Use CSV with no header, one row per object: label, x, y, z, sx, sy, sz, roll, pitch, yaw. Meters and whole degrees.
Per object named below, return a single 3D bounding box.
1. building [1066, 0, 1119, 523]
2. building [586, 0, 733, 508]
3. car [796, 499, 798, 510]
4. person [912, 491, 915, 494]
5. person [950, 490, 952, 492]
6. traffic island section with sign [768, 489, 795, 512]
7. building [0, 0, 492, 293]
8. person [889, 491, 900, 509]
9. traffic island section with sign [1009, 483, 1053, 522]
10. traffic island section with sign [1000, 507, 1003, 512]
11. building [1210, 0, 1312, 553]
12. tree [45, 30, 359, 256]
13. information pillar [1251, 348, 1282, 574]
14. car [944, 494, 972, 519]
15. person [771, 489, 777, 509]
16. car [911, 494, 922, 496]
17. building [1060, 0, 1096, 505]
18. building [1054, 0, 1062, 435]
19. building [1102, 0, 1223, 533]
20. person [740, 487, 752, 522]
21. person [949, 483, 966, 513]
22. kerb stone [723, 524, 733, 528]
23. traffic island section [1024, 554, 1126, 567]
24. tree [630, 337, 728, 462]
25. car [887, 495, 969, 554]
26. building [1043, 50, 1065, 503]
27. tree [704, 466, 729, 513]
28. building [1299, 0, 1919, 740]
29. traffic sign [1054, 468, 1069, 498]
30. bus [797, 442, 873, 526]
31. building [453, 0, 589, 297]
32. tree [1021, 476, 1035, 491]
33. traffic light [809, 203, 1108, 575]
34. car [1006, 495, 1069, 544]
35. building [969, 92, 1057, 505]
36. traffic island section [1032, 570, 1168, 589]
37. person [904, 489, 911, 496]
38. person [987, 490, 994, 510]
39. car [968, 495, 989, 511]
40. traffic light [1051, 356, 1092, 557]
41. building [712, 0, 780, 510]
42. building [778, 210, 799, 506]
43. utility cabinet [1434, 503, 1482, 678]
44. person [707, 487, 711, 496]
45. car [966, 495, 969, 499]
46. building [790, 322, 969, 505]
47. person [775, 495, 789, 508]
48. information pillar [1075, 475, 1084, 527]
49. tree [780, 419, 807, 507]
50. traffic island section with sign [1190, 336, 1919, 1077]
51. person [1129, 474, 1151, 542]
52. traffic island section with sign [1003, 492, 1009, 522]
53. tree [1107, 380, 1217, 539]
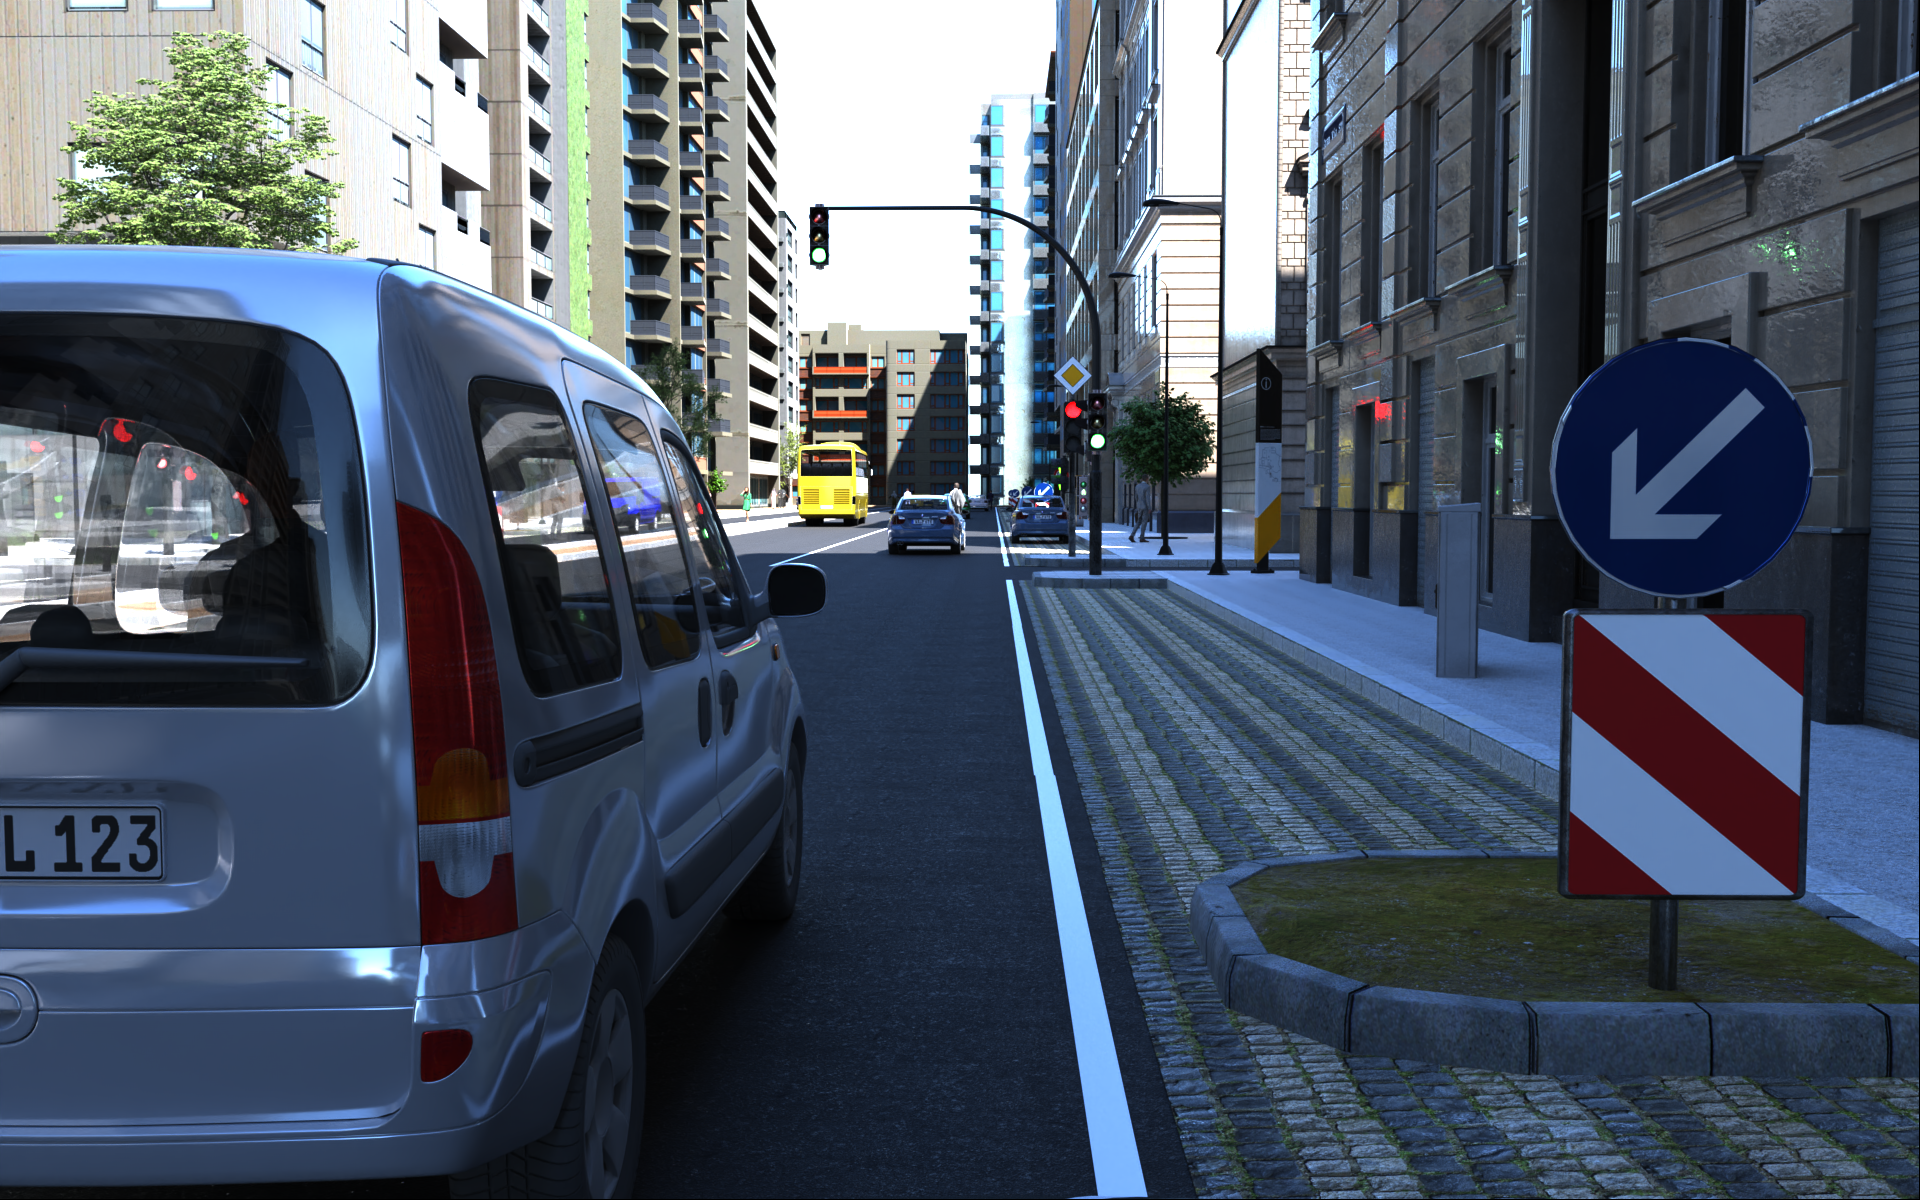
building,16.049,-17.661,93.267,19.350,26.468,34.151,0,4,1
building,-28.815,-28.826,125.924,22.147,44.769,28.867,0,4,1
car,-13.891,-8.879,157.748,1.945,1.354,3.894,0,4,1
person,-5.038,-10.882,186.434,1.348,1.822,0.705,0,4,0
person,-0.713,-7.065,124.717,0.721,1.736,1.217,-1,4,-16
traffic island section with sign,-14.129,-7.889,137.611,1.989,1.847,2.006,0,4,1
building,-33.140,-28.841,60.784,28.713,52.752,27.495,0,4,1
person,-6.460,-9.863,170.496,1.217,1.736,0.721,1,4,10
traffic island section with sign,2.810,-3.185,60.708,1.989,1.847,2.006,0,4,1
traffic island section with sign,4.280,-7.867,137.250,1.989,1.847,2.006,0,4,1
building,15.841,-10.810,41.370,19.286,19.102,10.561,0,4,1
tree,-18.545,-7.614,42.612,7.486,12.596,7.792,0,3,0
information pillar,4.978,-2.242,28.019,0.504,3.616,0.183,-2,4,-29
car,-0.287,-5.690,101.834,1.959,1.807,4.718,0,4,0
person,-16.091,-8.752,149.804,0.551,1.740,0.621,2,4,25
car,-4.262,-9.628,167.644,2.015,1.641,3.980,0,3,0
building,14.266,-28.837,121.591,14.600,45.320,14.200,0,4,1
building,21.663,-33.810,142.035,28.713,52.752,27.495,0,4,1
building,12.867,-17.108,65.616,13.634,28.700,20.117,0,4,1
person,-10.890,-4.886,88.625,0.600,1.795,0.529,1,4,15
person,-0.097,-3.218,61.215,0.679,1.850,0.850,2,4,28
kerb stone,-9.783,-3.086,72.656,0.120,0.150,1.000,0,4,1
traffic island section,2.318,-0.809,35.514,2.009,0.180,2.903,0,4,1
tree,-17.676,-10.293,102.705,7.601,10.594,8.767,1,4,13
car,-0.794,-1.874,42.644,2.014,1.417,4.499,0,4,2
building,19.424,-31.549,170.455,22.147,44.769,28.867,0,4,1
tree,-16.808,-7.634,119.413,1.663,3.219,1.824,0,3,0
building,10.540,-13.206,13.188,12.463,27.353,25.104,0,4,1
traffic sign,4.922,-5.133,84.023,0.768,2.556,0.104,1,4,10
bus,-5.789,-5.471,80.994,2.896,3.916,12.252,0,3,0
building,-27.742,-24.843,89.774,14.154,41.232,14.086,0,4,1
tree,7.062,-10.923,173.190,1.663,3.219,1.824,0,3,0
traffic light,0.032,-3.220,27.316,4.771,5.953,1.251,0,4,1
car,2.359,-2.391,51.099,2.014,1.417,4.499,0,4,1
building,16.378,-35.883,206.289,30.456,49.044,23.786,0,4,1
traffic island section,2.165,-0.321,27.530,2.009,0.180,2.903,0,4,1
person,-3.902,-7.332,128.244,0.709,1.838,0.599,-1,4,-14
person,2.628,-8.859,153.787,0.683,1.767,0.568,-1,4,-14
car,1.442,-8.117,145.081,2.083,1.381,4.827,0,4,0
traffic light,2.278,-2.843,35.401,0.839,4.253,0.868,0,4,1
building,-27.739,-32.249,150.979,21.300,48.544,21.600,0,4,1
building,-23.899,-24.871,178.338,14.107,30.474,14.160,0,4,1
utility cabinet,3.592,-0.084,12.536,0.306,1.237,1.020,1,4,15
person,-12.126,-4.538,83.279,0.593,1.750,0.643,1,4,18
car,0.253,-9.873,174.003,1.945,1.354,3.894,0,4,2
building,-13.554,-22.254,208.893,28.899,21.520,27.650,0,4,1
person,-16.186,-9.217,157.453,1.217,1.735,0.721,-1,4,-11
information pillar,4.692,-3.900,68.253,0.304,2.012,0.304,-1,4,-12
tree,-16.654,-13.360,168.798,4.737,8.622,4.395,0,3,0
traffic island section with sign,1.740,0.211,5.177,1.989,1.847,2.006,0,4,1
person,4.881,-2.441,46.082,0.853,1.813,0.709,-3,5,-40
traffic island section with sign,3.339,-4.871,88.262,1.989,1.847,2.006,0,4,1
tree,5.872,-4.061,50.113,4.285,4.588,4.351,0,3,0
